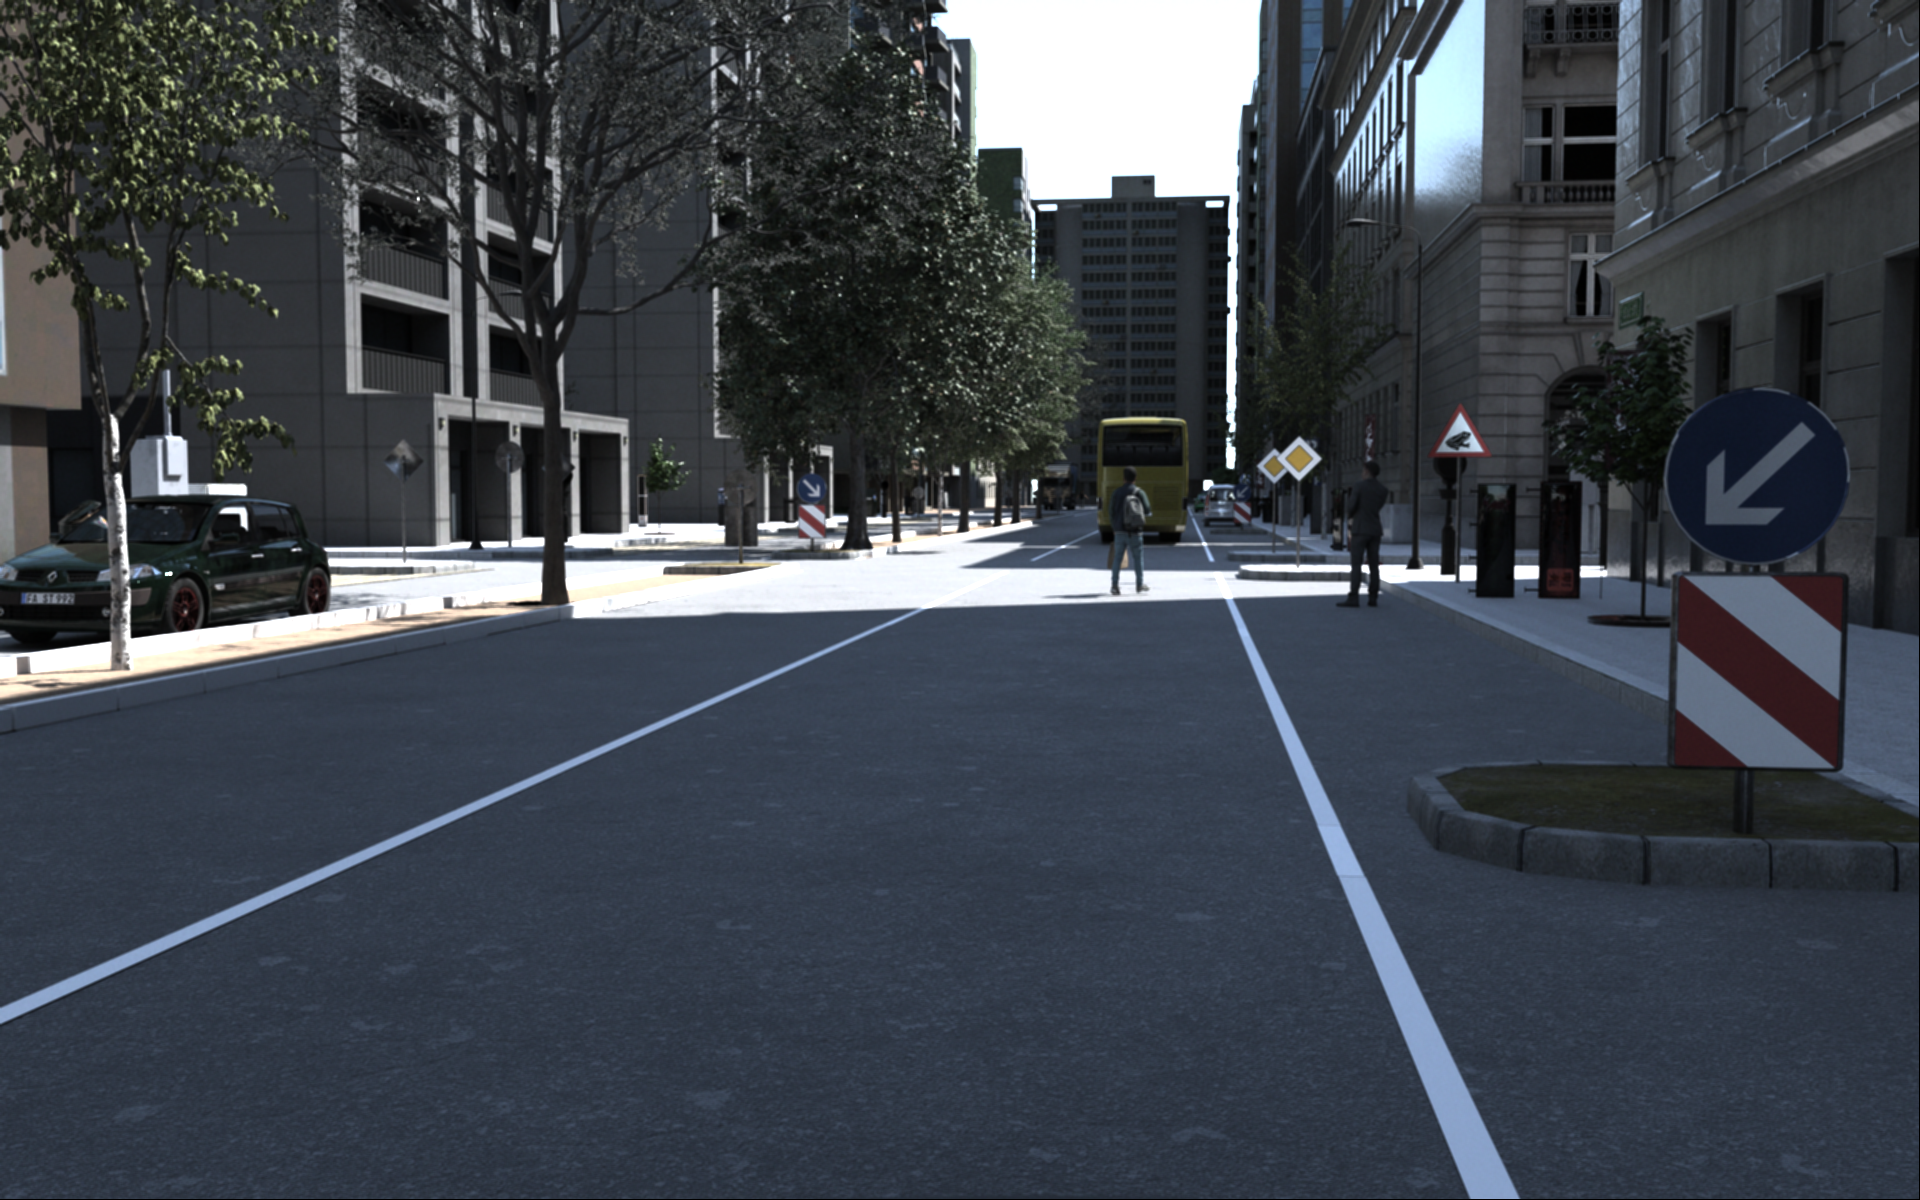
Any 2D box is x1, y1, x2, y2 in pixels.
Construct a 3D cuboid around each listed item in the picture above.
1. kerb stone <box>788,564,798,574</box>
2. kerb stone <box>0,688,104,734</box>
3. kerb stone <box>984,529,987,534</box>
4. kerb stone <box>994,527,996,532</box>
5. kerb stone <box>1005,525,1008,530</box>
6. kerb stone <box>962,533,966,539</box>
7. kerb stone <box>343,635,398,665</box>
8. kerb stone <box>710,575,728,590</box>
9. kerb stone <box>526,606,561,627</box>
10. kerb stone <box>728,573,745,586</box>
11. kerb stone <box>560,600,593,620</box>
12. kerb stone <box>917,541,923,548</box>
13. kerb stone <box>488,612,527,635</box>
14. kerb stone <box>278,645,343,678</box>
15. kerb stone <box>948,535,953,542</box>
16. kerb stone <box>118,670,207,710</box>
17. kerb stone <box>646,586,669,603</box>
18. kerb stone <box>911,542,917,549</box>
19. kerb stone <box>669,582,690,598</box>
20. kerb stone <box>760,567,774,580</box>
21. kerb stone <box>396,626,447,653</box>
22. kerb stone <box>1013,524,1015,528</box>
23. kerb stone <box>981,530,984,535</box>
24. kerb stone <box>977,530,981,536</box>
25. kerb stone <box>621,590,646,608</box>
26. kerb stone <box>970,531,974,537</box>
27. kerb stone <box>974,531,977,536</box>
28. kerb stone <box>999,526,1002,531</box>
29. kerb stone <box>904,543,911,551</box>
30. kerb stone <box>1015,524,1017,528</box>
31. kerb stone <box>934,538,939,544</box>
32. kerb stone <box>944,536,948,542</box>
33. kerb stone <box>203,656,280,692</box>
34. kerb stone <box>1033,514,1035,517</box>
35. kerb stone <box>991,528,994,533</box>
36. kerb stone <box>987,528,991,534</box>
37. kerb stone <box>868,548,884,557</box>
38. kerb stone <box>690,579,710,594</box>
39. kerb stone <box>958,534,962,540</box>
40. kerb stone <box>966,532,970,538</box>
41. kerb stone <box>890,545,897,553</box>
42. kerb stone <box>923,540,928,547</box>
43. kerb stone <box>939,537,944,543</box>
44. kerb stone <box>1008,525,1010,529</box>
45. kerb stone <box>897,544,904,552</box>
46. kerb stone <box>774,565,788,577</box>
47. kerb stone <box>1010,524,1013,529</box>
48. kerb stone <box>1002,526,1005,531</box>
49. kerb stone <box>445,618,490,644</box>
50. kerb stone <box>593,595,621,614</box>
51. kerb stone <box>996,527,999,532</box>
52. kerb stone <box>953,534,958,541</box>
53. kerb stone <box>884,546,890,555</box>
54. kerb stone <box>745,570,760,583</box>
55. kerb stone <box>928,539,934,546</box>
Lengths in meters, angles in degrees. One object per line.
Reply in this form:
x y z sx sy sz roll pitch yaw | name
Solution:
-3.089 -0.557 31.306 0.120 0.150 1.000 0 4 7 | kerb stone
-5.695 0.687 10.961 0.120 0.150 1.000 0 4 7 | kerb stone
0.761 -2.392 61.362 0.120 0.150 1.000 0 4 7 | kerb stone
1.150 -2.580 64.407 0.120 0.150 1.000 0 4 7 | kerb stone
1.683 -2.830 68.461 0.120 0.150 1.000 0 4 7 | kerb stone
-0.011 -2.022 55.252 0.120 0.150 1.000 0 4 7 | kerb stone
-5.182 0.443 15.020 0.120 0.150 1.000 0 4 7 | kerb stone
-3.738 -0.244 26.224 0.120 0.150 1.000 0 4 7 | kerb stone
-4.659 0.190 19.092 0.120 0.150 1.000 0 4 7 | kerb stone
-3.607 -0.309 27.242 0.120 0.150 1.000 0 4 7 | kerb stone
-4.519 0.128 20.108 0.120 0.150 1.000 0 4 7 | kerb stone
-1.192 -1.452 46.082 0.120 0.150 1.000 0 4 7 | kerb stone
-4.793 0.253 18.072 0.120 0.150 1.000 0 4 7 | kerb stone
-5.305 0.501 14.003 0.120 0.150 1.000 0 4 7 | kerb stone
-0.414 -1.835 52.194 0.120 0.150 1.000 0 4 7 | kerb stone
-5.563 0.625 11.974 0.120 0.150 1.000 0 4 7 | kerb stone
-4.135 -0.060 23.171 0.120 0.150 1.000 0 4 7 | kerb stone
-1.325 -1.399 45.068 0.120 0.150 1.000 0 4 7 | kerb stone
-4.010 -0.122 24.192 0.120 0.150 1.000 0 4 7 | kerb stone
-3.354 -0.429 29.274 0.120 0.150 1.000 0 4 7 | kerb stone
-5.046 0.377 16.033 0.120 0.150 1.000 0 4 7 | kerb stone
2.067 -3.017 71.519 0.120 0.150 1.000 0 4 7 | kerb stone
0.637 -2.333 60.341 0.120 0.150 1.000 0 4 7 | kerb stone
0.501 -2.271 59.321 0.120 0.150 1.000 0 4 7 | kerb stone
-4.264 0.005 22.152 0.120 0.150 1.000 0 4 7 | kerb stone
0.248 -2.143 57.287 0.120 0.150 1.000 0 4 7 | kerb stone
0.366 -2.208 58.303 0.120 0.150 1.000 0 4 7 | kerb stone
1.417 -2.706 66.434 0.120 0.150 1.000 0 4 7 | kerb stone
-1.456 -1.335 44.049 0.120 0.150 1.000 0 4 7 | kerb stone
2.195 -3.076 72.535 0.120 0.150 1.000 0 4 7 | kerb stone
-0.803 -1.648 49.134 0.120 0.150 1.000 0 4 7 | kerb stone
-0.545 -1.772 51.167 0.120 0.150 1.000 0 4 7 | kerb stone
-5.433 0.563 12.988 0.120 0.150 1.000 0 4 7 | kerb stone
4.288 -5.080 105.316 0.120 0.150 1.000 0 4 7 | kerb stone
1.023 -2.520 63.392 0.120 0.150 1.000 0 4 7 | kerb stone
0.895 -2.450 62.376 0.120 0.150 1.000 0 4 7 | kerb stone
-1.967 -1.087 39.972 0.120 0.150 1.000 0 4 7 | kerb stone
-3.870 -0.184 25.206 0.120 0.150 1.000 0 4 7 | kerb stone
-0.145 -1.960 54.236 0.120 0.150 1.000 0 4 7 | kerb stone
0.112 -2.084 56.269 0.120 0.150 1.000 0 4 7 | kerb stone
-1.718 -1.212 42.005 0.120 0.150 1.000 0 4 7 | kerb stone
-1.061 -1.521 47.095 0.120 0.150 1.000 0 4 7 | kerb stone
-0.674 -1.707 50.153 0.120 0.150 1.000 0 4 7 | kerb stone
1.797 -2.892 69.485 0.120 0.150 1.000 0 4 7 | kerb stone
-1.588 -1.269 43.033 0.120 0.150 1.000 0 4 7 | kerb stone
-3.217 -0.495 30.292 0.120 0.150 1.000 0 4 7 | kerb stone
1.934 -2.953 70.499 0.120 0.150 1.000 0 4 7 | kerb stone
1.551 -2.768 67.447 0.120 0.150 1.000 0 4 7 | kerb stone
-4.908 0.315 17.048 0.120 0.150 1.000 0 4 7 | kerb stone
-4.389 0.065 21.138 0.120 0.150 1.000 0 4 7 | kerb stone
1.284 -2.642 65.420 0.120 0.150 1.000 0 4 7 | kerb stone
-0.273 -1.898 53.222 0.120 0.150 1.000 0 4 7 | kerb stone
-1.851 -1.149 40.989 0.120 0.150 1.000 0 4 7 | kerb stone
-3.485 -0.366 28.257 0.120 0.150 1.000 0 4 7 | kerb stone
-0.936 -1.585 48.114 0.120 0.150 1.000 0 4 7 | kerb stone
